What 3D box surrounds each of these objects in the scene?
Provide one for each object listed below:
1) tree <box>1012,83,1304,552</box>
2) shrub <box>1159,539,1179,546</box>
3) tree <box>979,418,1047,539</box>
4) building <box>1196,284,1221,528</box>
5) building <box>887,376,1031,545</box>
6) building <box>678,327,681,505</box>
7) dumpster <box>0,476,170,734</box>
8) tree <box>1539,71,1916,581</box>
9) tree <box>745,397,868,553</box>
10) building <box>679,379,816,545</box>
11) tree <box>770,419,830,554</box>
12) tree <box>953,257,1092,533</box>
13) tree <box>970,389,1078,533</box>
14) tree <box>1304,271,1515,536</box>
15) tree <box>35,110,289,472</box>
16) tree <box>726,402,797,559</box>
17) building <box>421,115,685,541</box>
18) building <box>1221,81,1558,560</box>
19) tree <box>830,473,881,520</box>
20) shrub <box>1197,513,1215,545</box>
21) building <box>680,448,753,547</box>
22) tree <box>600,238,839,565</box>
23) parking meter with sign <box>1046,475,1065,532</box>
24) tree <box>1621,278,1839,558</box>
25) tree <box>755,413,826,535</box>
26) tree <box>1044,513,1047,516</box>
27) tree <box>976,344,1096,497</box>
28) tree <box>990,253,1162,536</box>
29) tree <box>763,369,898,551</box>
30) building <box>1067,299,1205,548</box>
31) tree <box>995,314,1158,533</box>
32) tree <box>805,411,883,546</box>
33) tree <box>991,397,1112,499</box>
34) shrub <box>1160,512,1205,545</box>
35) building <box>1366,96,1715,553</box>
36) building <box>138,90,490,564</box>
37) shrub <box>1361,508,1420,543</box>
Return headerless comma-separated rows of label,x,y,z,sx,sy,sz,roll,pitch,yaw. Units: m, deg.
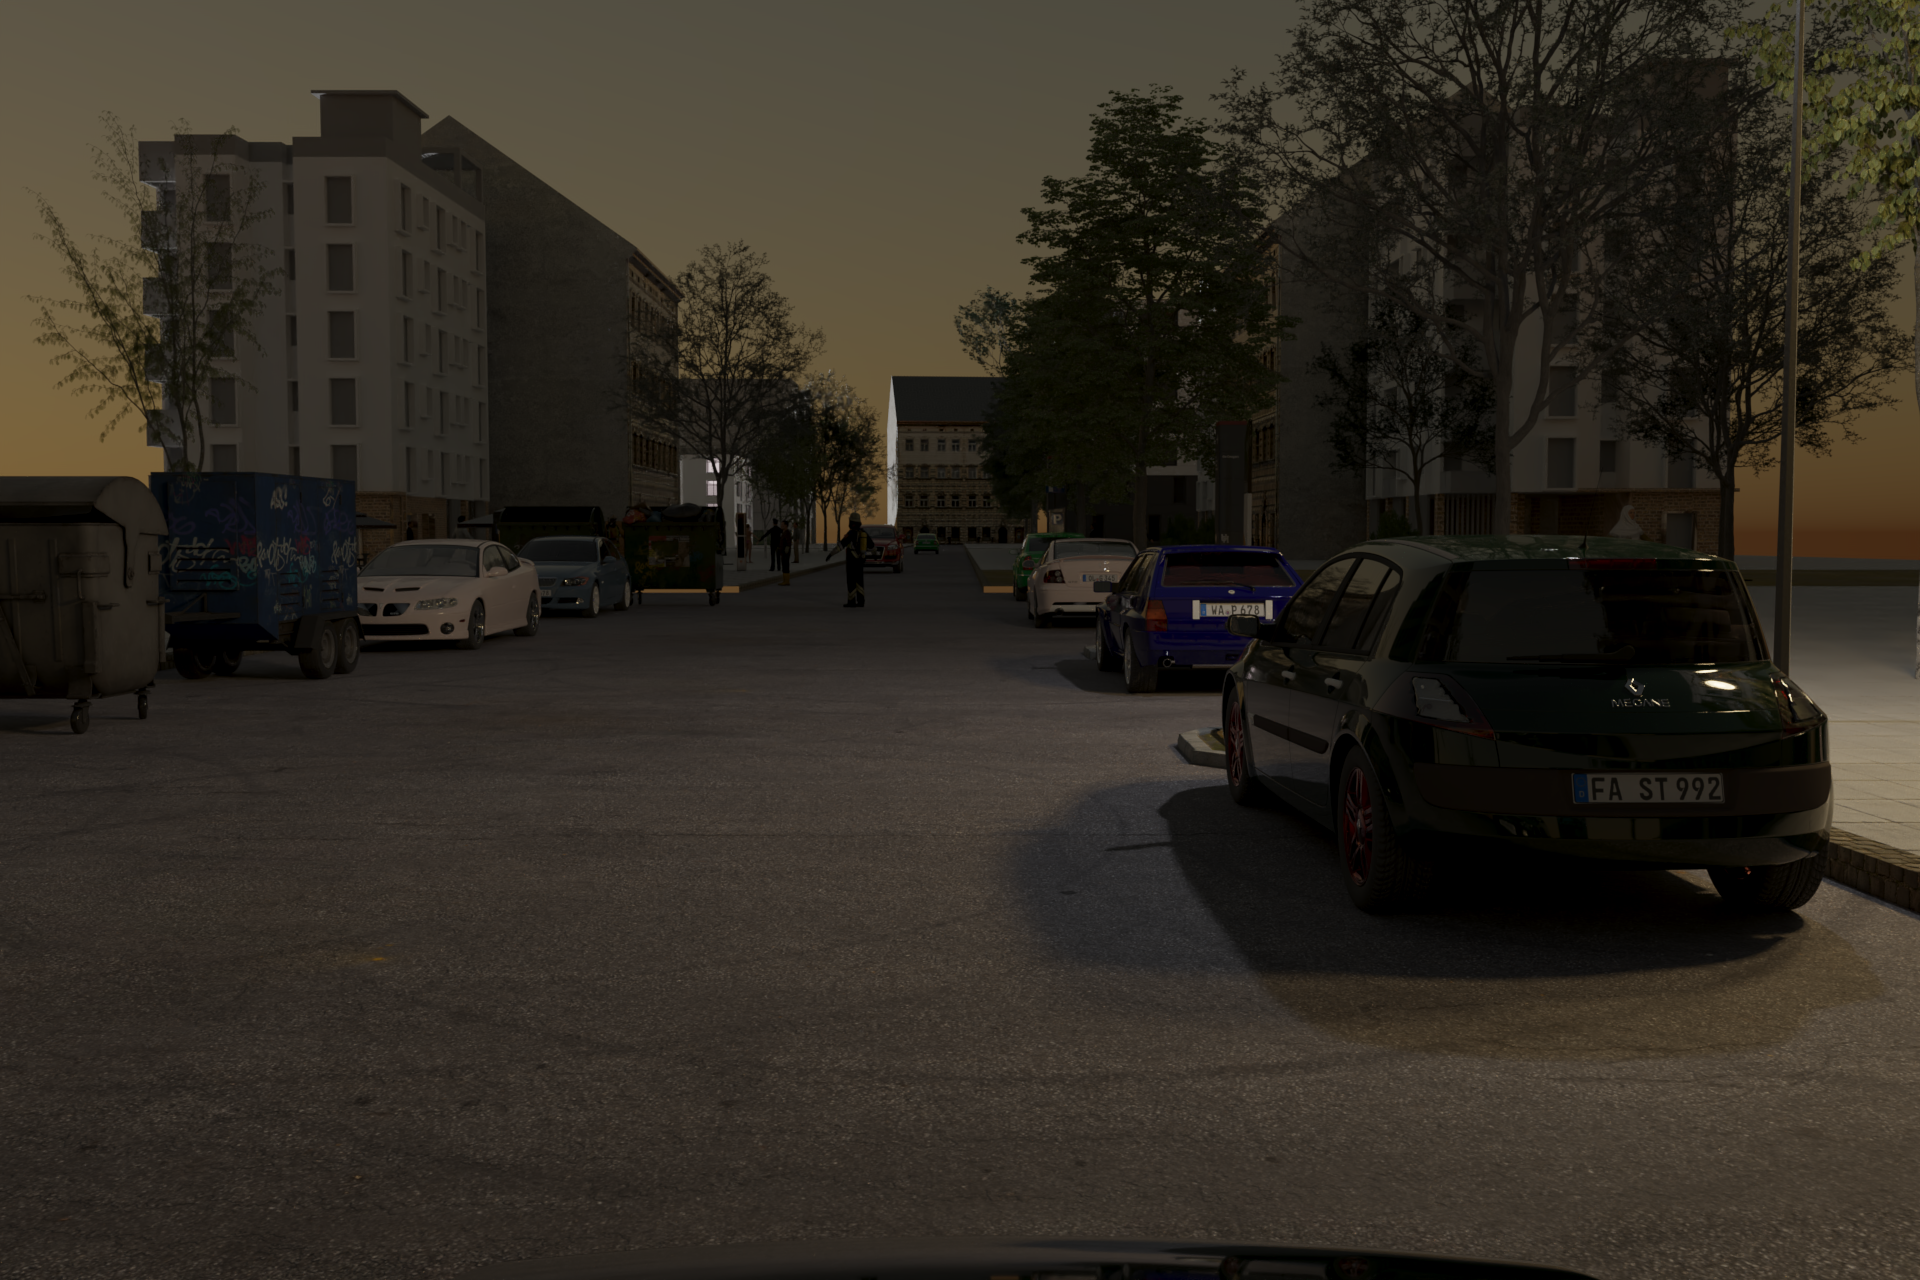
tree,5.030,-7.720,44.355,7.486,12.596,7.792,0,3,0
shrub,5.267,-2.002,43.842,1.383,1.207,1.383,0,3,0
tree,5.495,-13.709,142.263,7.486,12.596,7.792,0,3,0
building,22.538,-16.513,126.404,16.016,20.090,11.380,0,4,0
building,-0.427,-24.860,239.844,18.063,23.208,19.493,0,4,-6
building,-30.130,-17.644,119.406,19.493,23.208,18.063,0,4,-1
dumpster,-7.018,-0.283,12.841,1.865,1.857,1.264,0,3,0
tree,20.972,-8.361,47.079,12.009,13.543,11.850,0,3,0
tree,-10.393,-11.160,116.885,8.767,10.594,7.601,0,4,-2
building,-27.455,-21.182,212.785,16.747,18.905,31.486,0,4,0
tree,-10.248,-9.778,110.239,4.737,8.622,4.395,0,3,0
tree,6.404,-16.012,117.691,12.611,20.169,13.585,0,3,0
tree,5.505,-13.716,130.918,9.857,13.997,8.962,0,3,0
tree,16.148,-7.774,61.523,7.601,10.594,8.767,2,4,31
tree,-13.246,-4.882,30.184,4.360,8.622,3.978,0,3,0
tree,-10.174,-8.597,90.922,4.360,8.622,3.978,0,3,0
building,-26.932,-16.487,100.484,19.493,23.208,18.063,0,4,-1
building,24.808,-16.069,93.656,19.493,23.208,18.063,0,4,0
tree,-14.362,-18.602,238.554,7.601,10.594,8.767,0,4,-2
shrub,9.064,-3.506,61.746,1.690,2.028,1.600,0,3,0
building,-26.327,-14.742,183.177,9.099,9.664,28.070,0,4,1
tree,-9.947,-9.879,71.894,12.009,13.543,11.850,0,3,0
parking meter with sign,2.760,-3.273,49.775,0.543,3.016,1.738,0,4,1
tree,26.333,-7.619,58.990,7.601,10.594,8.767,-1,4,-18
tree,-10.241,-9.240,101.430,4.737,8.622,4.395,0,3,0
tree,13.362,-17.626,238.548,4.737,8.622,4.395,0,3,0
tree,5.722,-11.920,105.267,12.009,13.543,11.850,0,3,0
tree,4.695,-9.314,70.405,7.486,12.596,7.792,0,3,0
tree,-10.026,-13.339,128.468,12.009,13.543,11.850,0,3,0
building,22.315,-19.760,167.058,27.936,21.610,32.646,0,4,0
tree,5.537,-9.550,81.891,9.928,11.665,9.643,0,3,0
tree,-10.180,-13.369,144.334,9.928,11.665,9.643,0,3,0
tree,5.525,-9.766,94.089,8.767,10.594,7.601,2,4,34
shrub,7.131,-3.150,55.927,1.690,2.028,1.600,0,3,0
building,24.537,-13.746,81.175,16.016,20.090,11.380,0,3,0
building,-29.024,-13.385,75.271,16.016,20.090,11.380,0,4,0
shrub,12.131,-2.706,48.657,1.690,2.028,1.600,0,3,0
